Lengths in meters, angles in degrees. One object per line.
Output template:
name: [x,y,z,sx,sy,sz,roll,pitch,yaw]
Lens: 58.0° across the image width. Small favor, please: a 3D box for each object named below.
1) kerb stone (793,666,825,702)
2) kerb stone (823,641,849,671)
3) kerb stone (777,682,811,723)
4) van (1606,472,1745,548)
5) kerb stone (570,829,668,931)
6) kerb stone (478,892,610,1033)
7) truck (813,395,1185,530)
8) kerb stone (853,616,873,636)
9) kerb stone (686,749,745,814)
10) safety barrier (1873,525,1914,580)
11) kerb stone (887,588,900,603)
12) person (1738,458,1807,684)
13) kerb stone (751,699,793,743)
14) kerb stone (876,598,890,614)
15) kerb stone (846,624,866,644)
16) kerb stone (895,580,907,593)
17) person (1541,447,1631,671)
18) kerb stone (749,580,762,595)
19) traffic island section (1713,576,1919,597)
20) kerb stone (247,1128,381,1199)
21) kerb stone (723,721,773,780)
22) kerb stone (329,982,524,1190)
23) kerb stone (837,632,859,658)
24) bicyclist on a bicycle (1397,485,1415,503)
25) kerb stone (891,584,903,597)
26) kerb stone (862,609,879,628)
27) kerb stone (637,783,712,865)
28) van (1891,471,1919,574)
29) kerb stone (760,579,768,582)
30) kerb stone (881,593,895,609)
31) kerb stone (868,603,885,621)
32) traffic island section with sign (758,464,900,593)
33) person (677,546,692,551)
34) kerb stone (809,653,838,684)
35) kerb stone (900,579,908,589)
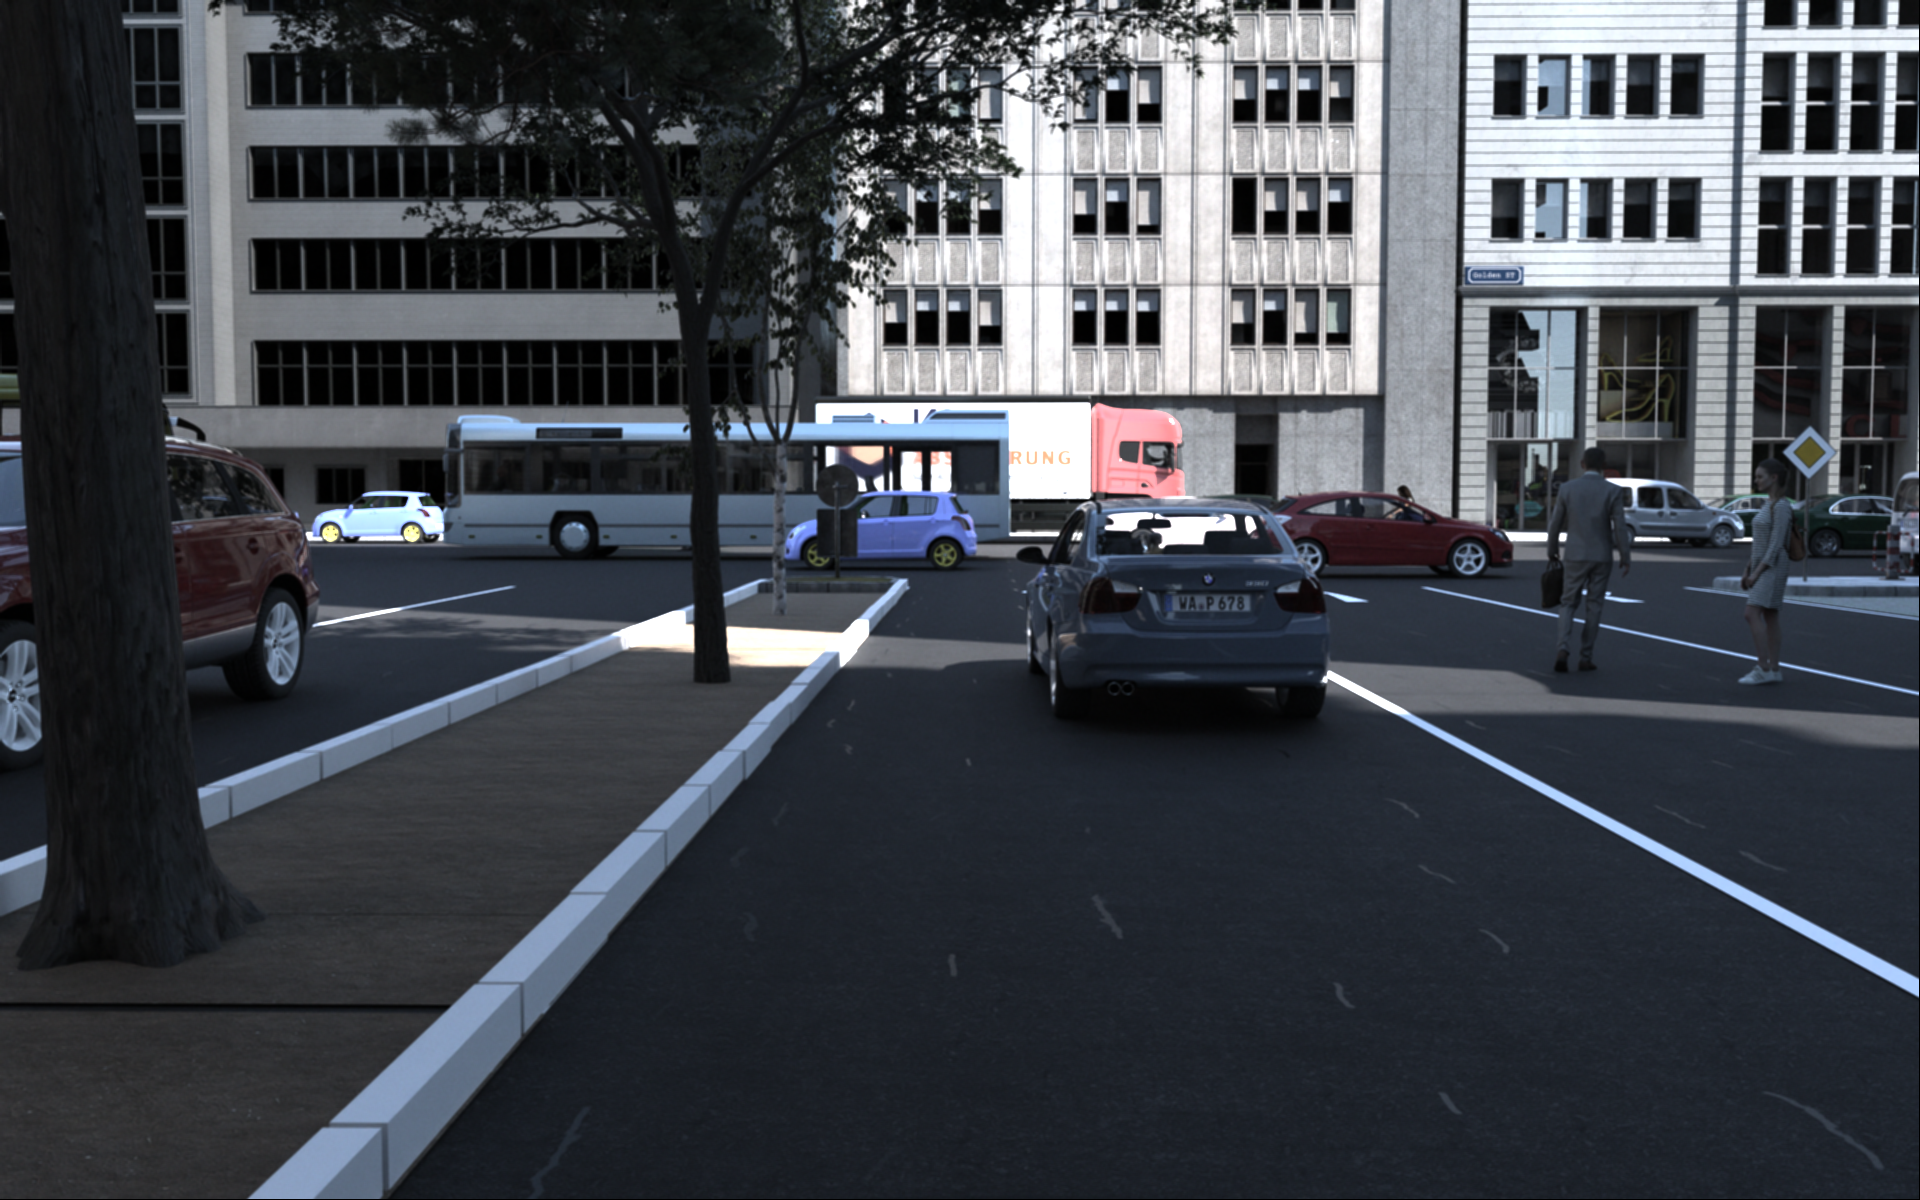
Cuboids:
kerb stone: [-1.080,0.608,12.269,0.120,0.150,1.000,0,4,1]
kerb stone: [-1.042,0.481,14.323,0.120,0.150,1.000,0,4,1]
kerb stone: [-1.096,0.681,11.244,0.120,0.150,1.000,0,4,1]
van: [18.955,-2.428,46.715,4.112,2.044,2.013,0,4,0]
kerb stone: [-1.190,0.987,6.088,0.120,0.150,1.000,0,4,1]
kerb stone: [-1.200,1.050,5.062,0.120,0.150,1.000,0,4,1]
truck: [1.497,-3.764,50.456,11.283,4.237,2.839,0,4,2]
kerb stone: [-0.994,0.293,17.407,0.120,0.150,1.000,0,4,1]
kerb stone: [-1.153,0.859,8.149,0.120,0.150,1.000,0,4,1]
safety barrier: [13.946,-0.710,25.883,0.300,0.817,1.120,0,4,1]
kerb stone: [-0.899,-0.017,22.539,0.120,0.150,1.000,0,4,1]
person: [6.172,-0.227,13.211,0.522,1.701,0.512,1,4,8]
kerb stone: [-1.119,0.733,10.211,0.120,0.150,1.000,0,4,1]
kerb stone: [-0.943,0.108,20.486,0.120,0.150,1.000,0,4,1]
kerb stone: [-1.011,0.363,16.382,0.120,0.150,1.000,0,4,1]
kerb stone: [-0.878,-0.147,24.599,0.120,0.150,1.000,0,4,1]
person: [5.099,-0.336,14.116,0.709,1.813,0.853,2,4,26]
kerb stone: [-2.974,-0.145,24.572,0.120,0.150,1.000,0,4,1]
traffic island section: [12.406,-0.191,25.399,2.009,0.180,2.903,0,4,1]
kerb stone: [-1.239,1.173,3.011,0.120,0.150,1.000,0,4,1]
kerb stone: [-1.125,0.796,9.174,0.120,0.150,1.000,0,4,1]
kerb stone: [-1.219,1.111,4.036,0.120,0.150,1.000,0,4,1]
kerb stone: [-1.018,0.418,15.355,0.120,0.150,1.000,0,4,1]
bicyclist on a bicycle: [9.286,-1.620,36.507,1.625,1.676,1.499,0,4,3]
kerb stone: [-0.889,-0.084,23.573,0.120,0.150,1.000,0,4,1]
kerb stone: [-0.976,0.230,18.433,0.120,0.150,1.000,0,4,1]
kerb stone: [-1.171,0.922,7.116,0.120,0.150,1.000,0,4,1]
van: [18.668,-1.432,30.427,4.112,2.044,2.013,0,4,2]
kerb stone: [-2.956,-0.207,25.604,0.120,0.150,1.000,0,4,1]
kerb stone: [-0.923,0.046,21.513,0.120,0.150,1.000,0,4,1]
kerb stone: [-0.965,0.167,19.459,0.120,0.150,1.000,0,4,1]
traffic island section with sign: [-1.893,-1.085,25.880,2.006,1.907,1.989,0,4,1]
person: [-6.954,-2.139,43.668,0.583,1.804,0.606,-1,4,-12]
kerb stone: [-1.062,0.544,13.298,0.120,0.150,1.000,0,4,1]
kerb stone: [-0.855,-0.210,25.636,0.120,0.150,1.000,0,4,1]
